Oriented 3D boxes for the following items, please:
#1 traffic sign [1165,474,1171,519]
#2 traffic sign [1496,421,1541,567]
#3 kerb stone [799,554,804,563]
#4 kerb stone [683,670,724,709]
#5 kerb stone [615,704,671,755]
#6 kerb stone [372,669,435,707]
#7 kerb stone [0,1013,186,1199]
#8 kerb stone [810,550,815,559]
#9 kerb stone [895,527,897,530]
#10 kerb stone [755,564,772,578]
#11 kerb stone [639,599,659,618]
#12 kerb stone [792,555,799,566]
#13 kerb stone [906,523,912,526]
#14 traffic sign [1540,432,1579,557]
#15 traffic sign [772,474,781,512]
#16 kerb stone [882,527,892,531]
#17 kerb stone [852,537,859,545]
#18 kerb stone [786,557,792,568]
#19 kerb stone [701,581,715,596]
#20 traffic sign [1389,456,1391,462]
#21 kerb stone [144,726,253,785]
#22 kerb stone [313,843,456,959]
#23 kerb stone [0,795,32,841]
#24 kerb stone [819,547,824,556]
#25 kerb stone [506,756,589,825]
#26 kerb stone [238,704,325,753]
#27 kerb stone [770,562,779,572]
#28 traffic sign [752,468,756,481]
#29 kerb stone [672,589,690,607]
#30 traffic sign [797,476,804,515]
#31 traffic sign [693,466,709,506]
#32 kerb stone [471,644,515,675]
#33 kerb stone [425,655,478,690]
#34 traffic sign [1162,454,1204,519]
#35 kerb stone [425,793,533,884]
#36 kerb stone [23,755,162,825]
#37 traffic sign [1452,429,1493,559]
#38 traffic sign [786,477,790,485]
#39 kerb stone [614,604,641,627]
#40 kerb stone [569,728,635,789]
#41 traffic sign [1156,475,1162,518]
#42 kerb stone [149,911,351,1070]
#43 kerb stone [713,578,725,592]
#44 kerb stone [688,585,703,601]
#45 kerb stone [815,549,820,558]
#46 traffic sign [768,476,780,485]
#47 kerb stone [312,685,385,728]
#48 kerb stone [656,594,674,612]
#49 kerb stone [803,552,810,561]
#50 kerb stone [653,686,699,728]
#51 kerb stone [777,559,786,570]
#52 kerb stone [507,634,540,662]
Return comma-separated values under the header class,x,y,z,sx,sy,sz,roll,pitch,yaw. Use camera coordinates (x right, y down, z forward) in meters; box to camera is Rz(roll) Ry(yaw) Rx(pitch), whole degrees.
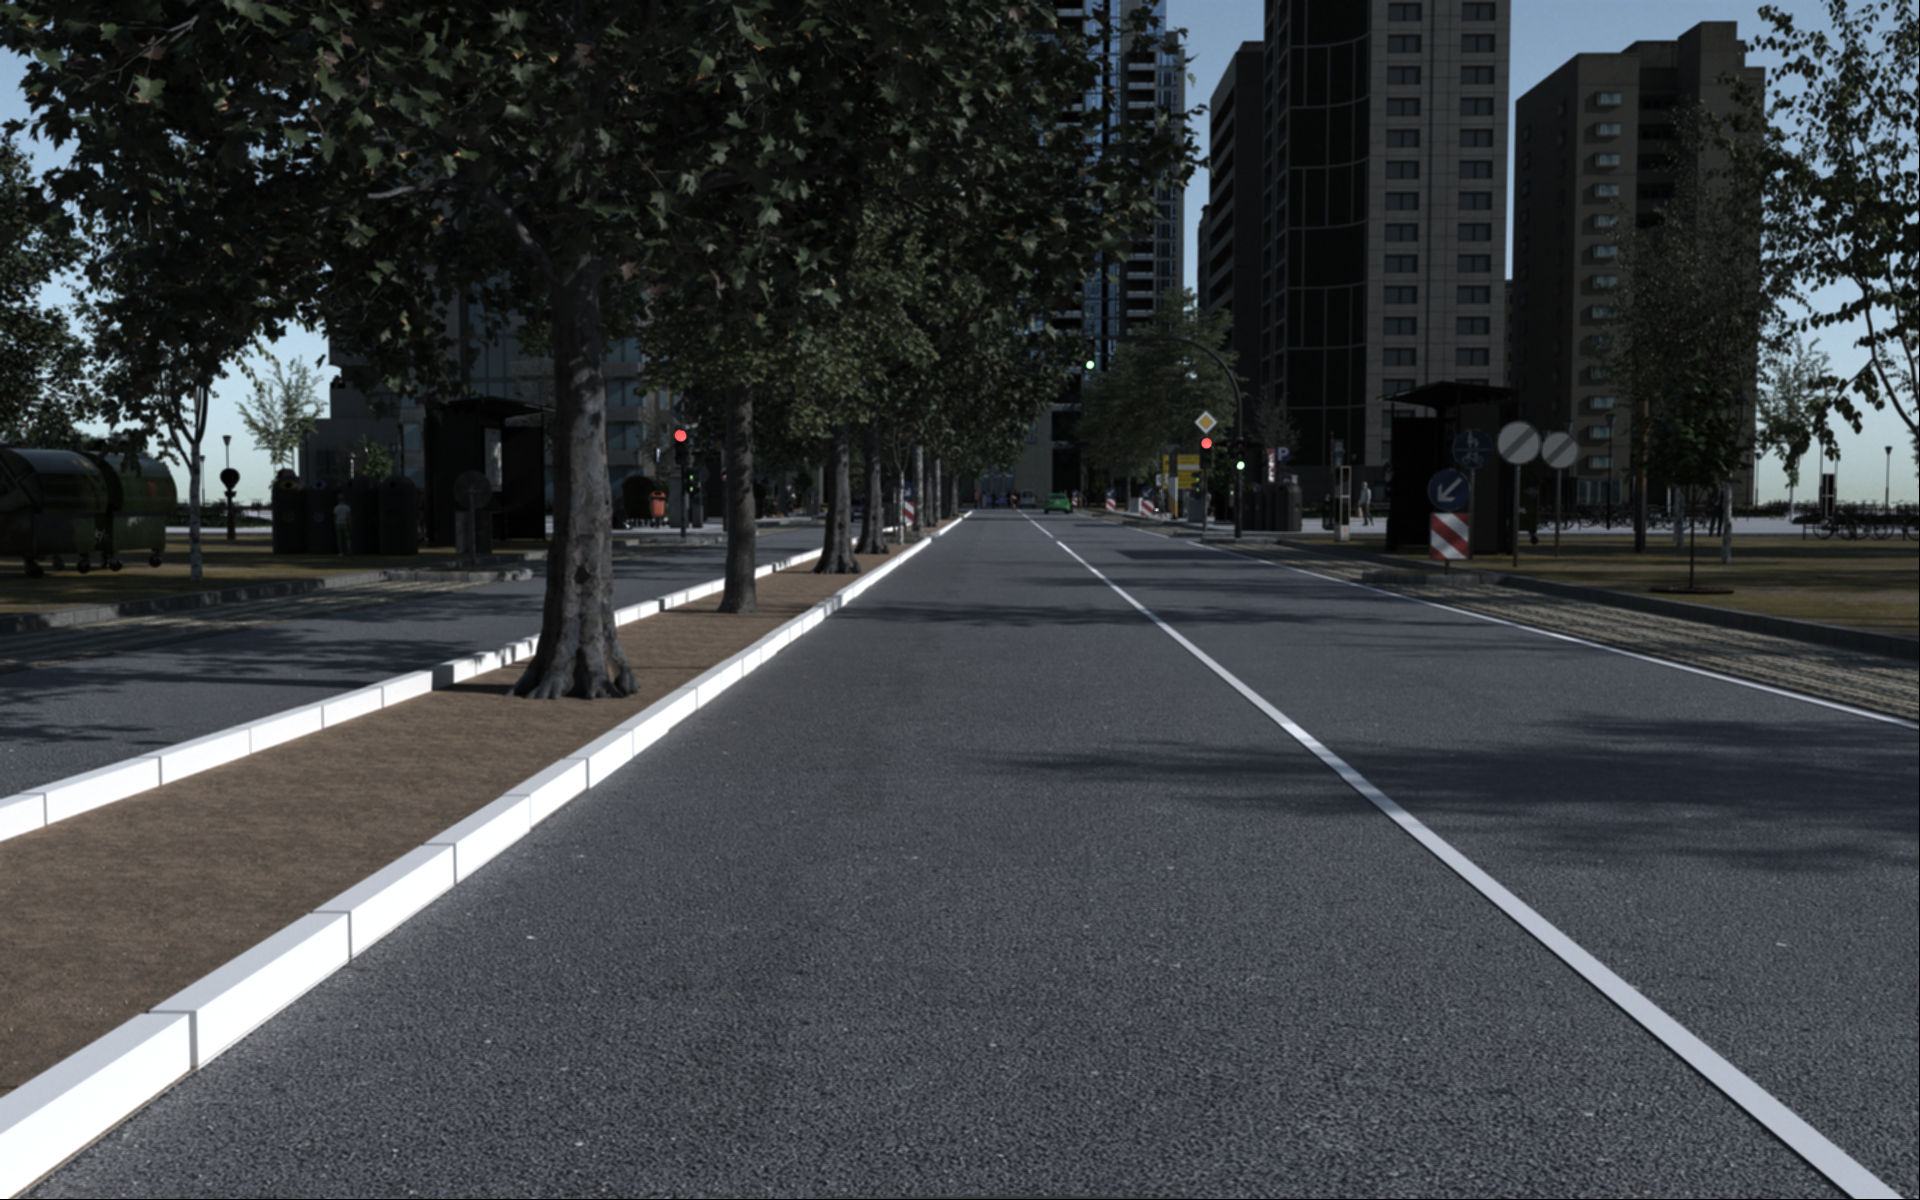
class,x,y,z,sx,sy,sz,roll,pitch,yaw
traffic sign,10.477,-5.134,86.071,0.606,2.300,0.079,1,4,10
traffic sign,9.752,-1.849,30.329,0.768,2.556,0.104,0,4,4
kerb stone,-3.376,-0.820,35.596,0.120,0.150,1.000,0,4,1
kerb stone,-1.790,0.625,11.983,0.120,0.150,1.000,0,4,1
kerb stone,-1.829,0.750,9.938,0.120,0.150,1.000,0,4,1
kerb stone,-3.891,0.621,12.041,0.120,0.150,1.000,0,4,1
kerb stone,-1.974,1.126,3.781,0.120,0.150,1.000,0,4,1
kerb stone,-3.325,-0.945,37.652,0.120,0.150,1.000,0,4,1
kerb stone,-2.662,-2.795,67.891,0.120,0.150,1.000,0,4,1
kerb stone,-3.479,-0.506,30.462,0.120,0.150,1.000,0,4,1
kerb stone,-3.701,0.120,20.234,0.120,0.150,1.000,0,4,1
kerb stone,-3.391,-0.757,34.574,0.120,0.150,1.000,0,4,1
kerb stone,-2.369,-3.610,81.215,0.120,0.150,1.000,0,4,1
traffic sign,12.217,-2.157,35.370,0.768,2.556,0.104,0,4,6
traffic sign,-11.397,-6.669,109.045,0.884,2.594,0.081,0,4,8
kerb stone,-2.730,-2.607,64.819,0.120,0.150,1.000,0,4,1
kerb stone,-3.032,-1.759,50.958,0.120,0.150,1.000,0,4,1
kerb stone,-3.416,-0.693,33.546,0.120,0.150,1.000,0,4,1
kerb stone,-3.620,-0.130,24.323,0.120,0.150,1.000,0,4,1
traffic sign,12.160,-2.902,47.562,0.768,2.556,0.104,1,4,10
kerb stone,-3.951,0.809,8.965,0.120,0.150,1.000,0,4,1
kerb stone,-1.922,1.001,5.831,0.120,0.150,1.000,0,4,1
kerb stone,-3.994,0.939,6.922,0.120,0.150,1.000,0,4,1
kerb stone,-3.287,-1.068,39.698,0.120,0.150,1.000,0,4,1
kerb stone,-1.882,0.875,7.891,0.120,0.150,1.000,0,4,1
kerb stone,-3.935,0.747,9.987,0.120,0.150,1.000,0,4,1
kerb stone,-3.462,-0.568,31.484,0.120,0.150,1.000,0,4,1
traffic sign,-9.794,-4.880,79.899,0.768,2.556,0.104,1,4,8
kerb stone,-3.660,-0.003,22.279,0.120,0.150,1.000,0,4,1
traffic sign,-9.522,-6.425,105.161,0.768,2.556,0.104,0,4,2
traffic sign,-11.485,-4.688,76.757,0.768,2.556,0.104,0,4,3
kerb stone,-3.844,0.496,14.089,0.120,0.150,1.000,0,4,1
kerb stone,-3.864,0.559,13.062,0.120,0.150,1.000,0,4,1
traffic sign,11.461,-5.797,88.660,2.265,3.308,0.079,0,4,2
kerb stone,-1.899,0.938,6.862,0.120,0.150,1.000,0,4,1
kerb stone,-3.976,0.874,7.944,0.120,0.150,1.000,0,4,1
traffic sign,10.058,-2.076,34.056,0.768,2.556,0.104,1,4,9
traffic sign,-12.955,-7.828,128.087,0.768,2.556,0.104,0,4,8
kerb stone,-3.728,0.182,19.212,0.120,0.150,1.000,0,4,1
kerb stone,-1.850,0.812,8.914,0.120,0.150,1.000,0,4,1
traffic sign,10.619,-5.448,91.208,0.606,2.300,0.079,1,4,9
kerb stone,-1.944,1.064,4.804,0.120,0.150,1.000,0,4,1
kerb stone,-3.594,-0.193,25.347,0.120,0.150,1.000,0,4,1
kerb stone,-3.634,-0.068,23.301,0.120,0.150,1.000,0,4,1
kerb stone,-3.299,-1.008,38.674,0.120,0.150,1.000,0,4,1
traffic sign,-11.699,-6.661,108.646,0.795,2.593,0.064,0,4,4
kerb stone,-3.915,0.688,11.020,0.120,0.150,1.000,0,4,1
kerb stone,-3.690,0.063,21.258,0.120,0.150,1.000,0,4,1
kerb stone,-3.346,-0.878,36.624,0.120,0.150,1.000,0,4,1
kerb stone,-1.815,0.690,10.961,0.120,0.150,1.000,0,4,1
kerb stone,-3.435,-0.631,32.512,0.120,0.150,1.000,0,4,1
kerb stone,-3.827,0.435,15.111,0.120,0.150,1.000,0,4,1
